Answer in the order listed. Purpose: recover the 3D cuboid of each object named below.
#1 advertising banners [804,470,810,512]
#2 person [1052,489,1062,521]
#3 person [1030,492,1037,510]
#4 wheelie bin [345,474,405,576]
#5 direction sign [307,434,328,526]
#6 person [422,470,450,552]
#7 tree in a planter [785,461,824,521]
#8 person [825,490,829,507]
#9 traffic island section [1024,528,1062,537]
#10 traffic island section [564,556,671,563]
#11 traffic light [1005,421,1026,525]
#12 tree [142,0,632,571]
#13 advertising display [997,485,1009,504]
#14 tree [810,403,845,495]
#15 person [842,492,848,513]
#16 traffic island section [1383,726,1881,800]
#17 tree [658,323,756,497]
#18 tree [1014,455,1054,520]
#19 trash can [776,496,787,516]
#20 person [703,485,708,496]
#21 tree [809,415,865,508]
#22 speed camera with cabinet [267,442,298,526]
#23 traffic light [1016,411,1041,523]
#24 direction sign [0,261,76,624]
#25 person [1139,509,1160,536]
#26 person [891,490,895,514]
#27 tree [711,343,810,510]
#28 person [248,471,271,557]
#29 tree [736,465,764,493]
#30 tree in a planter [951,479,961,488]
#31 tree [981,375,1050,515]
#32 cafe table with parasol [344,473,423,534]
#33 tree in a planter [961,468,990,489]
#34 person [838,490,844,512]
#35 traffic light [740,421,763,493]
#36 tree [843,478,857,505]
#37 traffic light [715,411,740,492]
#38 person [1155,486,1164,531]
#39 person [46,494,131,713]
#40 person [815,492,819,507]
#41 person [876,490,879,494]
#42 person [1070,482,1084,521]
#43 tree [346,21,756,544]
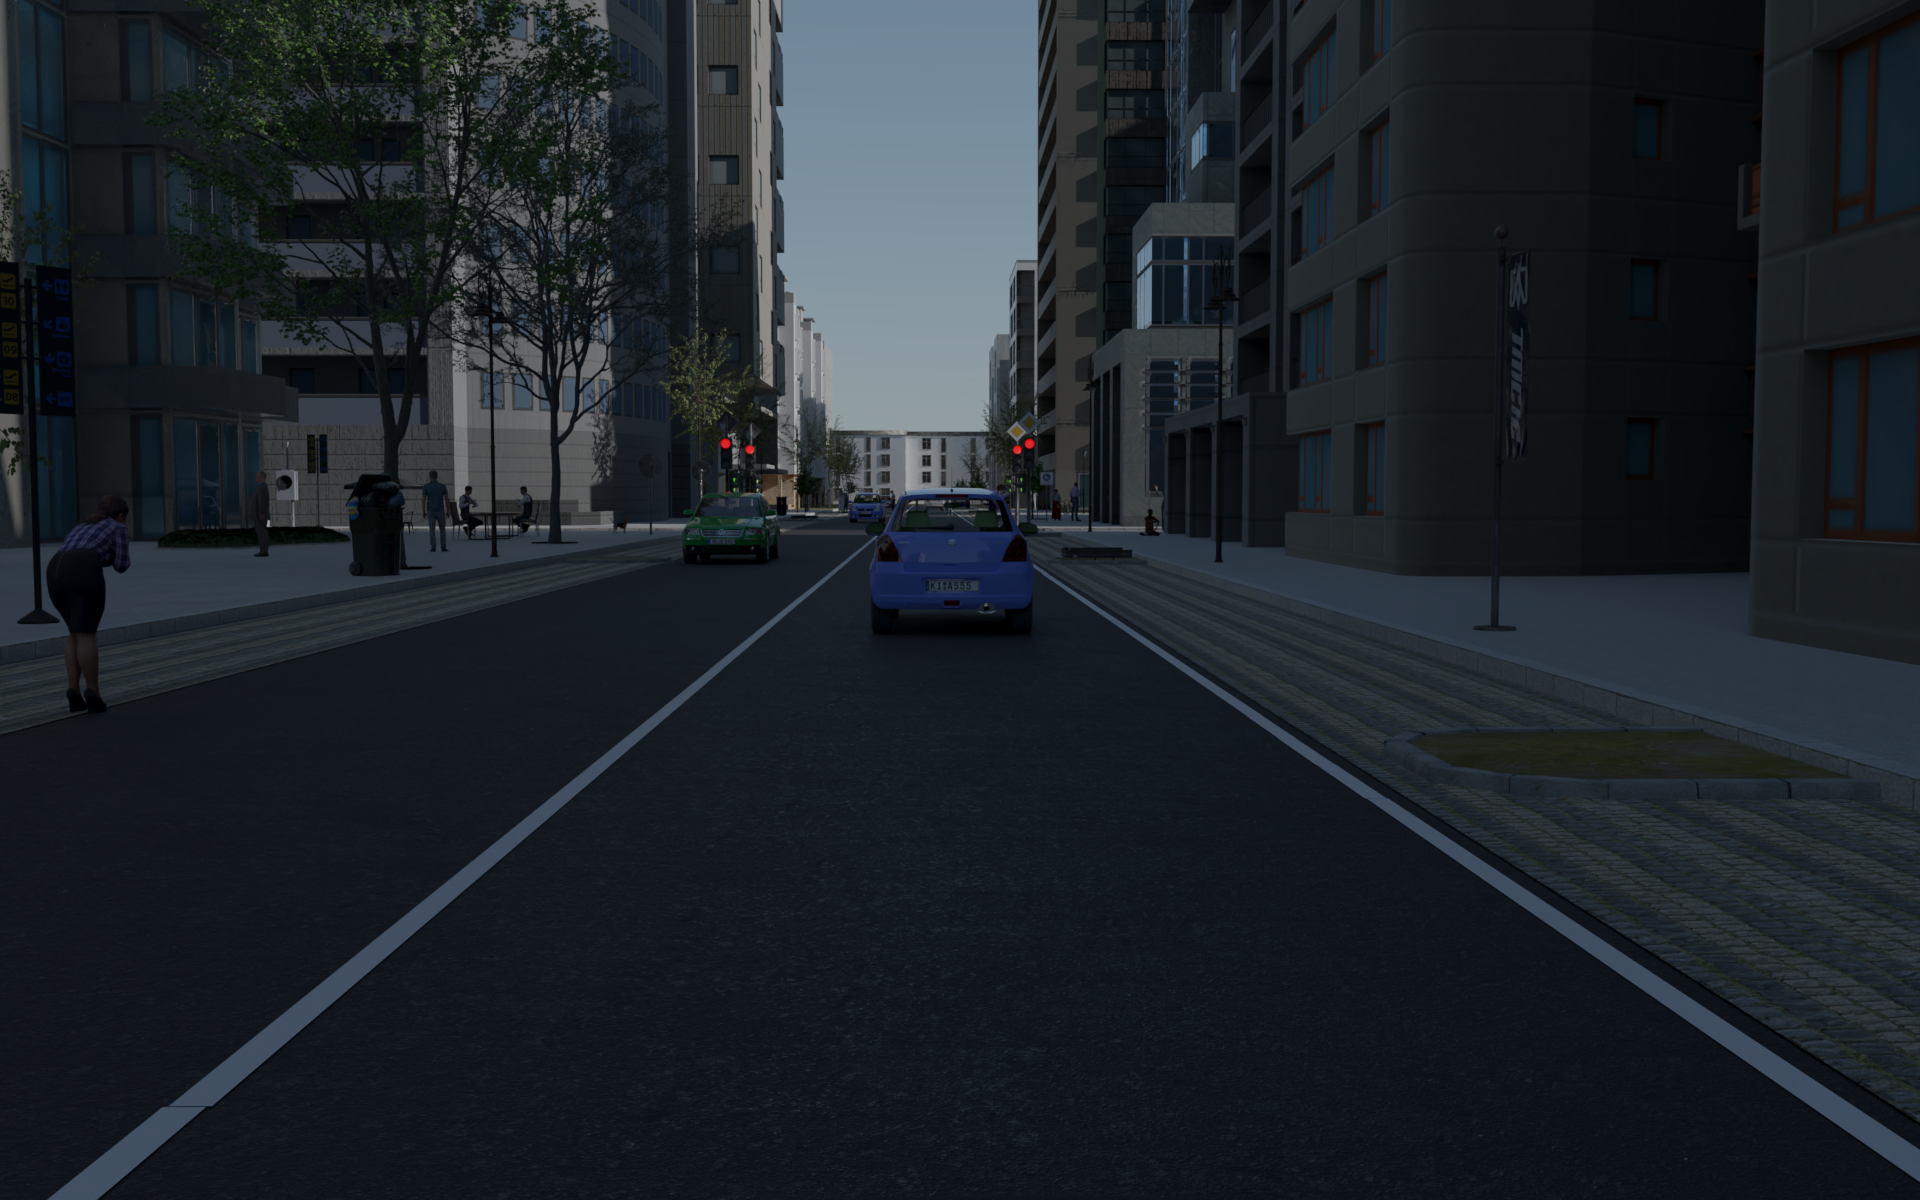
[{"bbox_3d":[-11.192,-7.985,126.735,0.090,3.025,2.074,-1,4,-15],"label":"advertising banners"},{"bbox_3d":[4.679,-4.600,83.721,0.523,1.526,0.387,1,4,20],"label":"person"},{"bbox_3d":[6.016,-8.284,141.628,0.875,1.805,0.789,-1,4,-13],"label":"person"},{"bbox_3d":[-9.148,-1.182,27.239,0.693,1.594,0.980,2,4,25],"label":"wheelie bin"},{"bbox_3d":[-24.324,-4.504,65.630,0.876,3.537,0.379,1,4,16],"label":"direction sign"},{"bbox_3d":[-11.654,-1.979,38.536,0.598,1.807,0.434,-1,4,-12],"label":"person"},{"bbox_3d":[-8.207,-5.773,91.606,1.991,3.239,1.994,0,4,-1],"label":"tree in a planter"},{"bbox_3d":[-13.468,-10.435,177.318,0.621,1.740,0.551,2,4,27],"label":"person"},{"bbox_3d":[2.364,-2.242,58.945,2.009,0.180,2.903,0,4,-1],"label":"traffic island section"},{"bbox_3d":[-7.184,-0.844,36.663,1.991,0.108,1.994,0,4,-1],"label":"traffic island section"},{"bbox_3d":[2.173,-4.764,66.814,0.839,4.253,0.868,0,4,-1],"label":"traffic light"},{"bbox_3d":[-9.561,-6.333,29.304,9.928,11.665,9.643,0,3,0],"label":"tree"},{"bbox_3d":[3.056,-7.095,121.213,0.974,1.923,0.123,-1,4,-10],"label":"advertising display"},{"bbox_3d":[-12.405,-11.562,139.401,4.360,8.622,3.978,0,3,0],"label":"tree"},{"bbox_3d":[-8.577,-7.293,129.948,0.499,1.552,0.429,-3,5,-44],"label":"person"},{"bbox_3d":[3.301,0.845,9.058,1.991,0.108,1.994,0,4,-1],"label":"traffic island section"},{"bbox_3d":[-11.028,-7.628,75.081,4.737,8.622,4.395,0,3,0],"label":"tree"},{"bbox_3d":[3.987,-5.656,87.070,1.663,3.219,1.824,0,3,0],"label":"tree"},{"bbox_3d":[-10.532,-5.541,102.248,0.748,1.137,0.748,0,3,0],"label":"trash can"},{"bbox_3d":[-14.875,-5.791,100.849,0.434,1.807,0.598,1,4,11],"label":"person"},{"bbox_3d":[-11.584,-12.655,157.263,4.737,8.622,4.395,0,3,0],"label":"tree"},{"bbox_3d":[-26.199,-4.357,65.570,2.038,3.252,0.660,-1,4,-8],"label":"speed camera with cabinet"},{"bbox_3d":[2.323,-4.276,58.831,0.839,4.253,0.868,0,4,-1],"label":"traffic light"},{"bbox_3d":[-9.165,-1.537,17.126,0.379,3.537,0.876,2,4,32],"label":"direction sign"},{"bbox_3d":[5.927,-2.376,53.184,0.859,0.850,0.655,-2,4,-27],"label":"person"},{"bbox_3d":[-4.934,-7.144,126.238,0.436,1.711,0.756,1,4,17],"label":"person"},{"bbox_3d":[-10.494,-8.250,85.254,4.360,8.622,3.978,0,3,0],"label":"tree"},{"bbox_3d":[-14.379,-1.770,35.537,0.434,1.755,0.990,-1,4,-23],"label":"person"},{"bbox_3d":[-11.653,-6.231,96.484,1.663,3.219,1.824,0,3,0],"label":"tree"},{"bbox_3d":[0.283,-10.538,169.516,1.991,3.239,1.994,0,4,-1],"label":"tree in a planter"},{"bbox_3d":[3.371,-9.544,106.410,4.737,8.622,4.395,0,3,0],"label":"tree"},{"bbox_3d":[-18.255,-3.064,54.963,2.610,1.966,2.610,-2,4,-32],"label":"cafe table with parasol"},{"bbox_3d":[1.238,-7.430,118.696,1.991,3.239,1.994,0,4,-1],"label":"tree in a planter"},{"bbox_3d":[-9.365,-7.804,136.769,0.551,1.740,0.621,-1,4,-21],"label":"person"},{"bbox_3d":[-8.026,-4.751,66.607,0.839,4.253,0.868,0,4,-1],"label":"traffic light"},{"bbox_3d":[-13.140,-12.940,206.169,1.663,3.219,1.824,0,3,0],"label":"tree"},{"bbox_3d":[-7.876,-4.263,58.624,0.839,4.253,0.868,0,4,-1],"label":"traffic light"},{"bbox_3d":[7.047,-3.219,59.474,0.742,1.727,0.445,-2,4,-35],"label":"person"},{"bbox_3d":[-5.714,0.020,11.410,0.421,1.427,0.697,0,4,6],"label":"person"},{"bbox_3d":[-13.699,-9.713,165.768,0.530,1.710,0.541,0,3,0],"label":"person"},{"bbox_3d":[-7.022,-8.348,145.725,0.721,1.736,1.217,0,4,-1],"label":"person"},{"bbox_3d":[5.534,-4.636,81.706,0.599,1.838,0.709,-3,5,-43],"label":"person"},{"bbox_3d":[-10.343,-8.202,44.477,12.009,13.543,11.850,0,3,0],"label":"tree"}]
